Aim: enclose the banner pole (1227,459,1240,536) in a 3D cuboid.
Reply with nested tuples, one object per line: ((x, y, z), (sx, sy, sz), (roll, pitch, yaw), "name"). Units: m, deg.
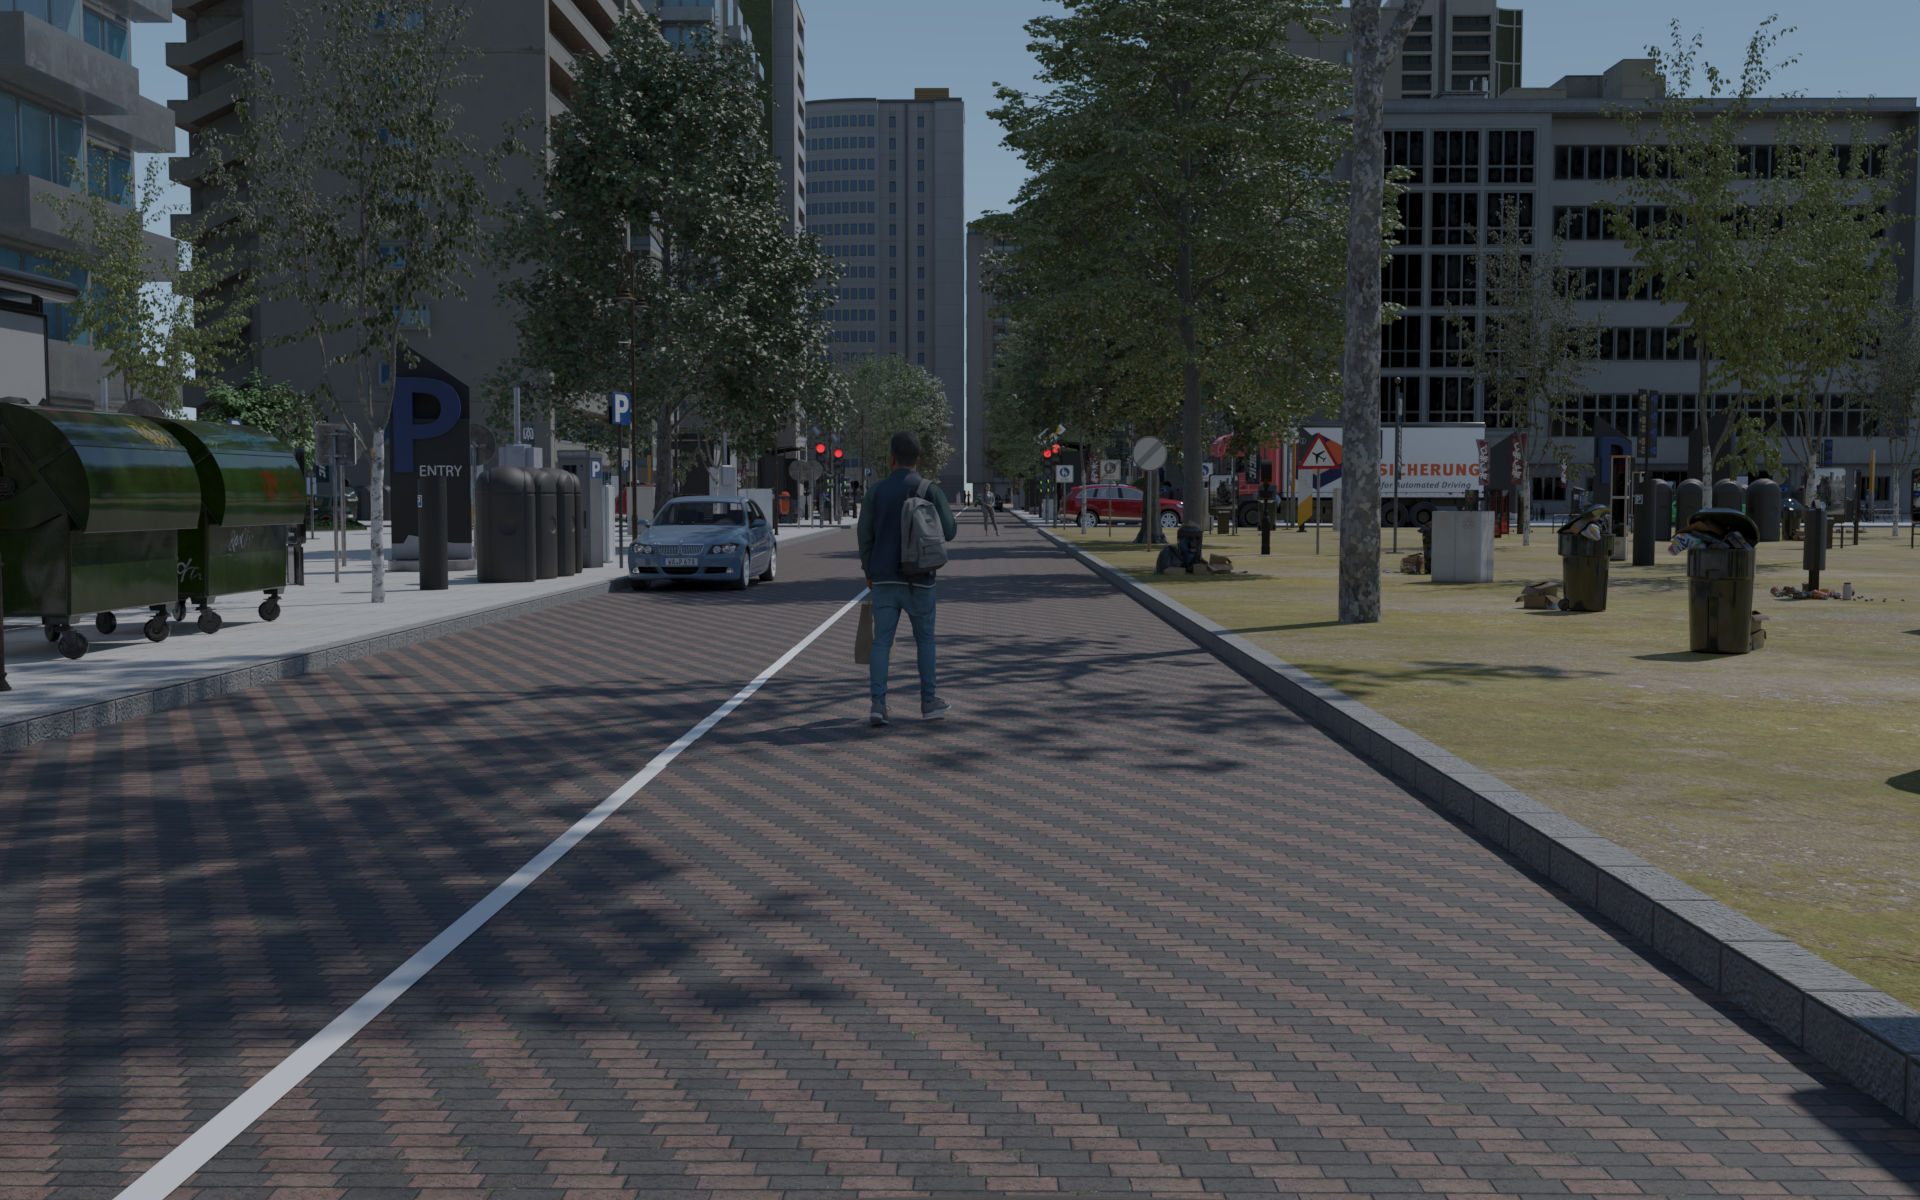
((8.286, -3.826, 52.576), (0.401, 3.779, 0.863), (1, 4, 17), "banner pole")

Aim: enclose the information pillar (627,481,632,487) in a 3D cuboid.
((-18.340, -5.612, 96.253), (0.304, 2.012, 0.304), (2, 4, 25), "information pillar")

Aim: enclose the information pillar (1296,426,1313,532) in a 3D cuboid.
((11.577, -4.084, 58.128), (0.504, 3.616, 0.183), (0, 4, 7), "information pillar")

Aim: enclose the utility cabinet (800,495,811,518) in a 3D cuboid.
((-8.542, -5.074, 94.125), (1.020, 1.237, 0.306), (1, 4, 21), "utility cabinet")

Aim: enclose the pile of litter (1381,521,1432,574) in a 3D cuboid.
((7.675, -0.868, 28.158), (1.719, 0.858, 1.176), (2, 4, 28), "pile of litter")

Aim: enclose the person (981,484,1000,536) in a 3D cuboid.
((1.031, -3.080, 59.135), (0.520, 1.790, 0.573), (-3, 5, -39), "person")

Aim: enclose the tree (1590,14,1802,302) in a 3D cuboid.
((12.007, -4.693, 27.093), (4.737, 8.622, 4.395), (0, 3, 0), "tree")

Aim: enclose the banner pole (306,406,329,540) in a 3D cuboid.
((-18.106, -3.597, 48.827), (0.863, 3.779, 0.401), (1, 4, 20), "banner pole")

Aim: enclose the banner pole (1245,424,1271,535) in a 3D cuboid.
((9.264, -3.907, 53.895), (0.863, 3.779, 0.401), (2, 4, 25), "banner pole")

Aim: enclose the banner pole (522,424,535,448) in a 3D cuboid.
((-13.604, -3.921, 54.132), (0.401, 3.779, 0.863), (3, 5, 41), "banner pole")

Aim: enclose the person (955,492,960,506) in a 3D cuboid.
((-0.214, -12.394, 211.805), (0.621, 1.740, 0.551), (3, 5, 40), "person")

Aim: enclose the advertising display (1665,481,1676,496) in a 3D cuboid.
((34.031, -4.784, 83.426), (0.123, 1.923, 0.974), (-1, 4, -23), "advertising display")

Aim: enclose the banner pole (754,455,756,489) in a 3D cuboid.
((-10.484, -6.139, 90.396), (0.863, 3.779, 0.401), (0, 4, -1), "banner pole")

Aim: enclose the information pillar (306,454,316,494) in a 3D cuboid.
((-32.487, -5.837, 86.790), (0.183, 3.616, 0.504), (3, 5, 42), "information pillar")

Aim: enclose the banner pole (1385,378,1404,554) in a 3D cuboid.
((9.492, -2.905, 37.512), (0.401, 3.779, 0.863), (2, 4, 24), "banner pole")

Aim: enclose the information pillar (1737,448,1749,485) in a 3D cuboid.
((36.913, -5.526, 81.703), (0.504, 3.616, 0.183), (3, 4, 37), "information pillar")

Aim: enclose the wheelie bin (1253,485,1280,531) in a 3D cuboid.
((10.730, -3.223, 60.599), (0.980, 1.594, 0.693), (1, 4, 16), "wheelie bin")

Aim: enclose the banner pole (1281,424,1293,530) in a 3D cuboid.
((11.808, -4.407, 62.063), (0.401, 3.779, 0.863), (2, 4, 26), "banner pole")

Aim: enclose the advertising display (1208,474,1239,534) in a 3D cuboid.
((8.482, -3.091, 55.752), (0.974, 1.923, 0.123), (0, 4, -4), "advertising display")

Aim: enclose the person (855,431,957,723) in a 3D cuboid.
((-0.392, -0.144, 10.844), (0.794, 1.824, 0.713), (2, 4, 25), "person")

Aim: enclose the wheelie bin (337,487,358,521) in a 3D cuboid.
((-26.732, -4.133, 75.480), (0.693, 1.594, 0.980), (2, 4, 29), "wheelie bin")

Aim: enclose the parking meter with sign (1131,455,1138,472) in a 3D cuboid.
((8.122, -4.934, 76.924), (0.543, 3.016, 1.738), (1, 4, 22), "parking meter with sign")

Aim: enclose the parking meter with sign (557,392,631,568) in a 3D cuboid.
((-6.609, -2.073, 30.152), (1.738, 3.016, 0.543), (2, 4, 23), "parking meter with sign")

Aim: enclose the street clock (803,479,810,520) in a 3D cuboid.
((-7.513, -4.904, 84.757), (0.358, 2.002, 0.471), (0, 4, -2), "street clock")

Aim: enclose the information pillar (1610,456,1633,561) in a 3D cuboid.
((12.675, -1.761, 33.279), (0.304, 2.012, 0.304), (2, 4, 30), "information pillar")

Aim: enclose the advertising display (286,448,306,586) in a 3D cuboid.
((-9.428, -1.180, 24.514), (0.123, 1.923, 0.974), (-2, 4, -33), "advertising display")

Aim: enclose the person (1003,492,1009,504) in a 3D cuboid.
((6.059, -13.407, 228.416), (0.721, 1.735, 1.217), (-3, 5, -44), "person")

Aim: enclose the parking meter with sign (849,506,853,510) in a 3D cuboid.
((-8.823, -8.561, 136.238), (0.543, 3.016, 1.738), (-2, 4, -35), "parking meter with sign")

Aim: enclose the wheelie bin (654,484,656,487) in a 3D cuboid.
((-9.569, -2.880, 54.995), (0.693, 1.594, 0.980), (-2, 4, -30), "wheelie bin")

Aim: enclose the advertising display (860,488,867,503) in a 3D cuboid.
((-6.982, -7.620, 129.793), (0.974, 1.923, 0.123), (0, 4, -1), "advertising display")

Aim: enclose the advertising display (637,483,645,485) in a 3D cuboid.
((-18.651, -5.867, 101.132), (0.974, 1.923, 0.123), (3, 4, 37), "advertising display")

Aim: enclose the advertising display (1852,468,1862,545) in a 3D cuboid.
((22.627, -2.355, 43.717), (0.123, 1.923, 0.974), (2, 4, 23), "advertising display")

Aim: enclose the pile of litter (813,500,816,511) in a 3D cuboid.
((-11.053, -7.131, 130.551), (1.719, 0.858, 1.176), (3, 4, 39), "pile of litter")

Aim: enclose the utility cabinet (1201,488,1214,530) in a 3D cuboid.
((8.647, -3.182, 60.711), (0.318, 1.500, 1.173), (0, 4, -1), "utility cabinet")

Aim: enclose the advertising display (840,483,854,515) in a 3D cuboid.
((-6.488, -5.717, 98.683), (0.974, 1.923, 0.123), (1, 4, 14), "advertising display")

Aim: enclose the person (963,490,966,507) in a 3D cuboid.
((0.528, -11.616, 198.058), (0.705, 1.869, 1.348), (0, 4, 1), "person")

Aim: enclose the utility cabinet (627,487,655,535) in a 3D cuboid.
((-9.676, -2.711, 53.007), (1.173, 1.500, 0.318), (3, 4, 37), "utility cabinet")

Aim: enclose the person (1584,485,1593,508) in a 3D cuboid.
((24.548, -3.579, 67.008), (0.794, 1.824, 0.713), (-3, 4, -38), "person")

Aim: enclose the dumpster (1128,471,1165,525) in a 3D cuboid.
((7.820, -4.320, 73.132), (1.502, 2.255, 1.985), (0, 4, 1), "dumpster")

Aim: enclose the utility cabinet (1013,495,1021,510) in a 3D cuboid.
((4.881, -8.074, 143.174), (1.020, 1.237, 0.306), (2, 4, 33), "utility cabinet")

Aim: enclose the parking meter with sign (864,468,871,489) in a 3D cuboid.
((-5.936, -7.422, 117.612), (0.543, 3.016, 1.738), (1, 4, 21), "parking meter with sign")

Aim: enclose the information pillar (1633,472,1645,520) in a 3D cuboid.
((22.442, -3.230, 57.308), (0.304, 2.012, 0.304), (-3, 5, -40), "information pillar")

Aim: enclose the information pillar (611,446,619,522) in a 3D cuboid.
((-15.698, -5.352, 78.855), (0.504, 3.616, 0.183), (3, 4, 36), "information pillar")

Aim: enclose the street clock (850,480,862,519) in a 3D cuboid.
((-5.504, -5.264, 90.639), (0.358, 2.002, 0.471), (3, 4, 37), "street clock")

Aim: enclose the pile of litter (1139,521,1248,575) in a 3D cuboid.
((3.867, -0.851, 27.872), (1.719, 0.858, 1.176), (-1, 4, -10), "pile of litter")

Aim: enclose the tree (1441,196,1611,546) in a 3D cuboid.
((13.966, -5.636, 42.516), (4.360, 8.622, 3.978), (0, 3, 0), "tree")

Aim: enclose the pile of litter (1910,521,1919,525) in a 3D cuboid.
((40.221, -3.566, 72.262), (1.719, 0.858, 1.176), (-2, 4, -29), "pile of litter")

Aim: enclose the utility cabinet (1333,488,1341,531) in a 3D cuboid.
((13.469, -3.127, 59.804), (1.173, 1.500, 0.318), (-1, 4, -15), "utility cabinet")

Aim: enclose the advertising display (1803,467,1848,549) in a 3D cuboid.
((20.356, -2.174, 40.760), (0.974, 1.923, 0.123), (0, 4, -2), "advertising display")

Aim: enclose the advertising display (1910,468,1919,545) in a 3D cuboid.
((24.330, -2.332, 43.334), (0.974, 1.923, 0.123), (1, 4, 14), "advertising display")

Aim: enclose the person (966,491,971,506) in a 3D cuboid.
((0.963, -11.769, 200.856), (0.705, 1.831, 1.348), (-2, 4, -35), "person")
